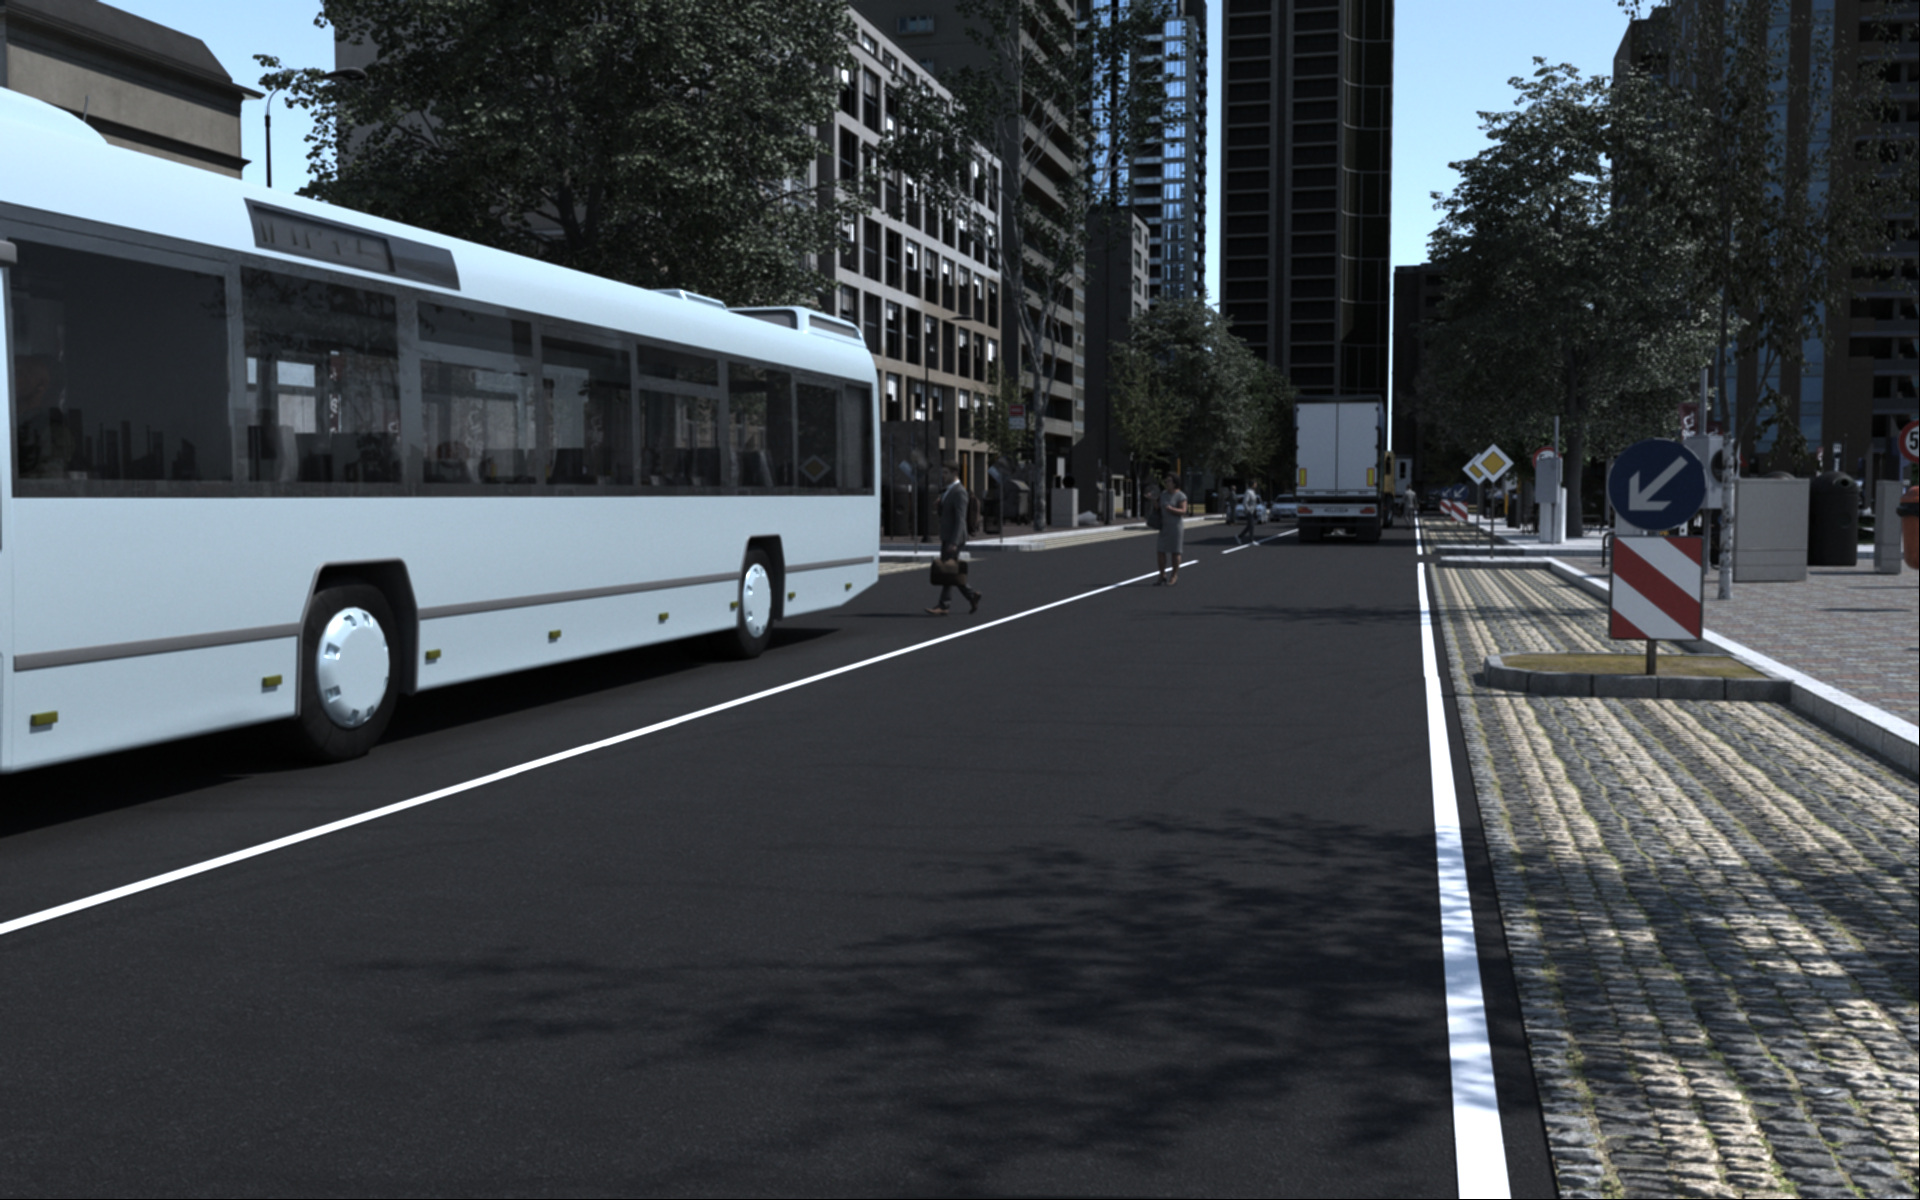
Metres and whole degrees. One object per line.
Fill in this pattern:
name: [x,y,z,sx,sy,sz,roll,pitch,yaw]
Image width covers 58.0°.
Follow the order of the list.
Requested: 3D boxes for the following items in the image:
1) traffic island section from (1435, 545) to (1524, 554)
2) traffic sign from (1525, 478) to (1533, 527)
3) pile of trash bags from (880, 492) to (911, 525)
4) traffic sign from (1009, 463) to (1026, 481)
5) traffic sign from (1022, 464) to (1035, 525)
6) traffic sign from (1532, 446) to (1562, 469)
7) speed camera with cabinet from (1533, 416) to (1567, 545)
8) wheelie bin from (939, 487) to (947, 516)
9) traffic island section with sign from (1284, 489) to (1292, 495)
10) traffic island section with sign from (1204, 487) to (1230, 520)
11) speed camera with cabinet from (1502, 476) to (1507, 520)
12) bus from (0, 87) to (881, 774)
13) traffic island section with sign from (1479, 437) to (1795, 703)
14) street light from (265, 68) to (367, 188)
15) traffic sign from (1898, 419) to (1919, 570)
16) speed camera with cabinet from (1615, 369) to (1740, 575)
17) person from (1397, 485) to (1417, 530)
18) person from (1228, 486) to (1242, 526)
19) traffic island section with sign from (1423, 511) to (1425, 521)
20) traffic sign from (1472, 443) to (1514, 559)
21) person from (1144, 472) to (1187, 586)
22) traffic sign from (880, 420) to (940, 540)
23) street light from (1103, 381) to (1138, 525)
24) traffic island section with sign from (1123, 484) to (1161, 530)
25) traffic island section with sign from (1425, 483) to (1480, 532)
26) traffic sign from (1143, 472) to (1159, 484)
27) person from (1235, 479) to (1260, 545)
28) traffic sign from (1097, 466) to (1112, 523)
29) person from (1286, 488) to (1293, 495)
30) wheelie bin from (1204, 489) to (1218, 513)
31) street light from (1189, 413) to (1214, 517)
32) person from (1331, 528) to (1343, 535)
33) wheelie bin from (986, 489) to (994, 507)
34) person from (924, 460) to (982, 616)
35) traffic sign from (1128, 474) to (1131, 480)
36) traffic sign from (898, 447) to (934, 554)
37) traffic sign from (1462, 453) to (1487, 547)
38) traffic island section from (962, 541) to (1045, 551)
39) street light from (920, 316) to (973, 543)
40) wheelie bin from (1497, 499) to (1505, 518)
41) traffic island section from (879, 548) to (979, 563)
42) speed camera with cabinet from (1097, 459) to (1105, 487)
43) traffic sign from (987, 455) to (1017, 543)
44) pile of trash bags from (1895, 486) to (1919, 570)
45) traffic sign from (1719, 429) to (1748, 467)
traffic island section: [12.555,-1.204,41.962,2.009,0.180,2.903,1,4,15]
traffic sign: [22.231,-4.159,68.006,0.884,2.594,0.081,1,4,16]
pile of trash bags: [-3.180,-3.777,71.514,3.447,1.369,1.912,2,4,26]
traffic sign: [2.455,-4.474,73.156,0.884,2.594,0.081,1,4,15]
traffic sign: [2.929,-4.412,72.241,0.768,2.556,0.104,1,4,15]
traffic sign: [15.587,-2.808,46.016,0.768,2.556,0.104,2,4,24]
speed camera with cabinet: [15.226,-3.077,44.638,0.660,3.252,2.038,2,4,25]
wheelie bin: [-1.077,-5.375,95.789,0.693,1.594,0.980,-1,4,-13]
traffic island section with sign: [27.221,-8.249,143.495,1.989,1.847,2.006,1,4,15]
traffic island section with sign: [14.454,-5.270,94.791,1.989,1.847,2.006,1,4,15]
speed camera with cabinet: [27.393,-5.488,84.067,2.038,3.252,0.660,1,4,10]
bus: [-3.719,-1.062,12.222,2.948,3.499,13.247,1,4,14]
traffic island section with sign: [4.987,-0.265,12.967,1.989,1.847,2.006,1,4,15]
street light: [-7.140,-2.852,19.174,1.470,5.913,1.316,1,4,15]
traffic sign: [16.226,-1.782,29.244,0.768,2.556,0.104,1,4,18]
speed camera with cabinet: [11.191,-1.997,26.985,2.038,3.252,0.660,-2,4,-24]
person: [17.978,-3.725,69.519,0.709,1.813,0.853,-1,4,-21]
person: [12.438,-4.264,78.397,0.590,1.801,0.661,0,4,-2]
traffic island section with sign: [25.672,-5.095,91.931,1.989,1.847,2.006,1,4,15]
traffic sign: [10.506,-1.867,34.166,0.795,2.450,0.064,1,4,15]
person: [3.175,-1.115,27.087,0.716,1.782,0.532,3,5,44]
traffic sign: [-1.616,-3.325,48.232,2.265,3.308,0.079,2,4,24]
street light: [6.664,-6.062,71.662,1.470,5.913,1.316,1,4,15]
traffic island section with sign: [7.620,-3.675,68.713,1.989,1.847,2.006,1,4,15]
traffic island section with sign: [18.819,-3.494,65.755,1.989,1.847,2.006,1,4,15]
traffic sign: [10.021,-5.556,90.850,0.884,2.594,0.081,1,4,22]
person: [8.051,-2.456,48.509,0.795,1.843,0.661,2,4,29]
traffic sign: [6.412,-4.727,77.388,0.768,2.556,0.104,1,4,19]
person: [21.658,-6.479,114.214,0.659,1.850,0.755,0,4,-6]
wheelie bin: [16.772,-6.612,116.006,0.980,1.594,0.693,1,4,21]
street light: [13.804,-7.728,98.887,1.470,5.913,1.316,1,4,15]
person: [13.304,-3.239,61.437,0.573,1.828,0.580,2,4,35]
wheelie bin: [1.894,-5.587,99.250,0.980,1.594,0.693,3,5,43]
person: [-0.050,-0.732,20.436,0.822,1.834,0.622,-2,4,-25]
traffic sign: [10.137,-6.158,100.782,0.768,2.556,0.104,1,4,18]
traffic sign: [-0.948,-2.051,37.178,0.795,2.450,0.064,1,4,15]
traffic sign: [12.530,-2.339,41.891,0.795,2.450,0.064,1,4,15]
traffic island section: [1.052,-1.388,44.971,2.009,0.180,2.903,1,4,15]
street light: [-0.349,-4.452,45.336,1.470,5.913,1.316,1,4,15]
wheelie bin: [29.026,-5.184,92.666,0.980,1.594,0.693,0,4,-4]
traffic island section: [-0.973,-0.915,37.246,2.009,0.180,2.903,1,4,15]
speed camera with cabinet: [7.221,-6.375,98.567,2.038,3.252,0.660,2,4,30]
traffic sign: [1.077,-2.524,44.903,0.795,2.450,0.064,1,4,15]
pile of trash bags: [12.097,-0.574,19.135,3.447,1.369,1.912,0,4,-1]
traffic sign: [14.969,-2.079,33.998,0.884,2.594,0.081,1,4,21]
